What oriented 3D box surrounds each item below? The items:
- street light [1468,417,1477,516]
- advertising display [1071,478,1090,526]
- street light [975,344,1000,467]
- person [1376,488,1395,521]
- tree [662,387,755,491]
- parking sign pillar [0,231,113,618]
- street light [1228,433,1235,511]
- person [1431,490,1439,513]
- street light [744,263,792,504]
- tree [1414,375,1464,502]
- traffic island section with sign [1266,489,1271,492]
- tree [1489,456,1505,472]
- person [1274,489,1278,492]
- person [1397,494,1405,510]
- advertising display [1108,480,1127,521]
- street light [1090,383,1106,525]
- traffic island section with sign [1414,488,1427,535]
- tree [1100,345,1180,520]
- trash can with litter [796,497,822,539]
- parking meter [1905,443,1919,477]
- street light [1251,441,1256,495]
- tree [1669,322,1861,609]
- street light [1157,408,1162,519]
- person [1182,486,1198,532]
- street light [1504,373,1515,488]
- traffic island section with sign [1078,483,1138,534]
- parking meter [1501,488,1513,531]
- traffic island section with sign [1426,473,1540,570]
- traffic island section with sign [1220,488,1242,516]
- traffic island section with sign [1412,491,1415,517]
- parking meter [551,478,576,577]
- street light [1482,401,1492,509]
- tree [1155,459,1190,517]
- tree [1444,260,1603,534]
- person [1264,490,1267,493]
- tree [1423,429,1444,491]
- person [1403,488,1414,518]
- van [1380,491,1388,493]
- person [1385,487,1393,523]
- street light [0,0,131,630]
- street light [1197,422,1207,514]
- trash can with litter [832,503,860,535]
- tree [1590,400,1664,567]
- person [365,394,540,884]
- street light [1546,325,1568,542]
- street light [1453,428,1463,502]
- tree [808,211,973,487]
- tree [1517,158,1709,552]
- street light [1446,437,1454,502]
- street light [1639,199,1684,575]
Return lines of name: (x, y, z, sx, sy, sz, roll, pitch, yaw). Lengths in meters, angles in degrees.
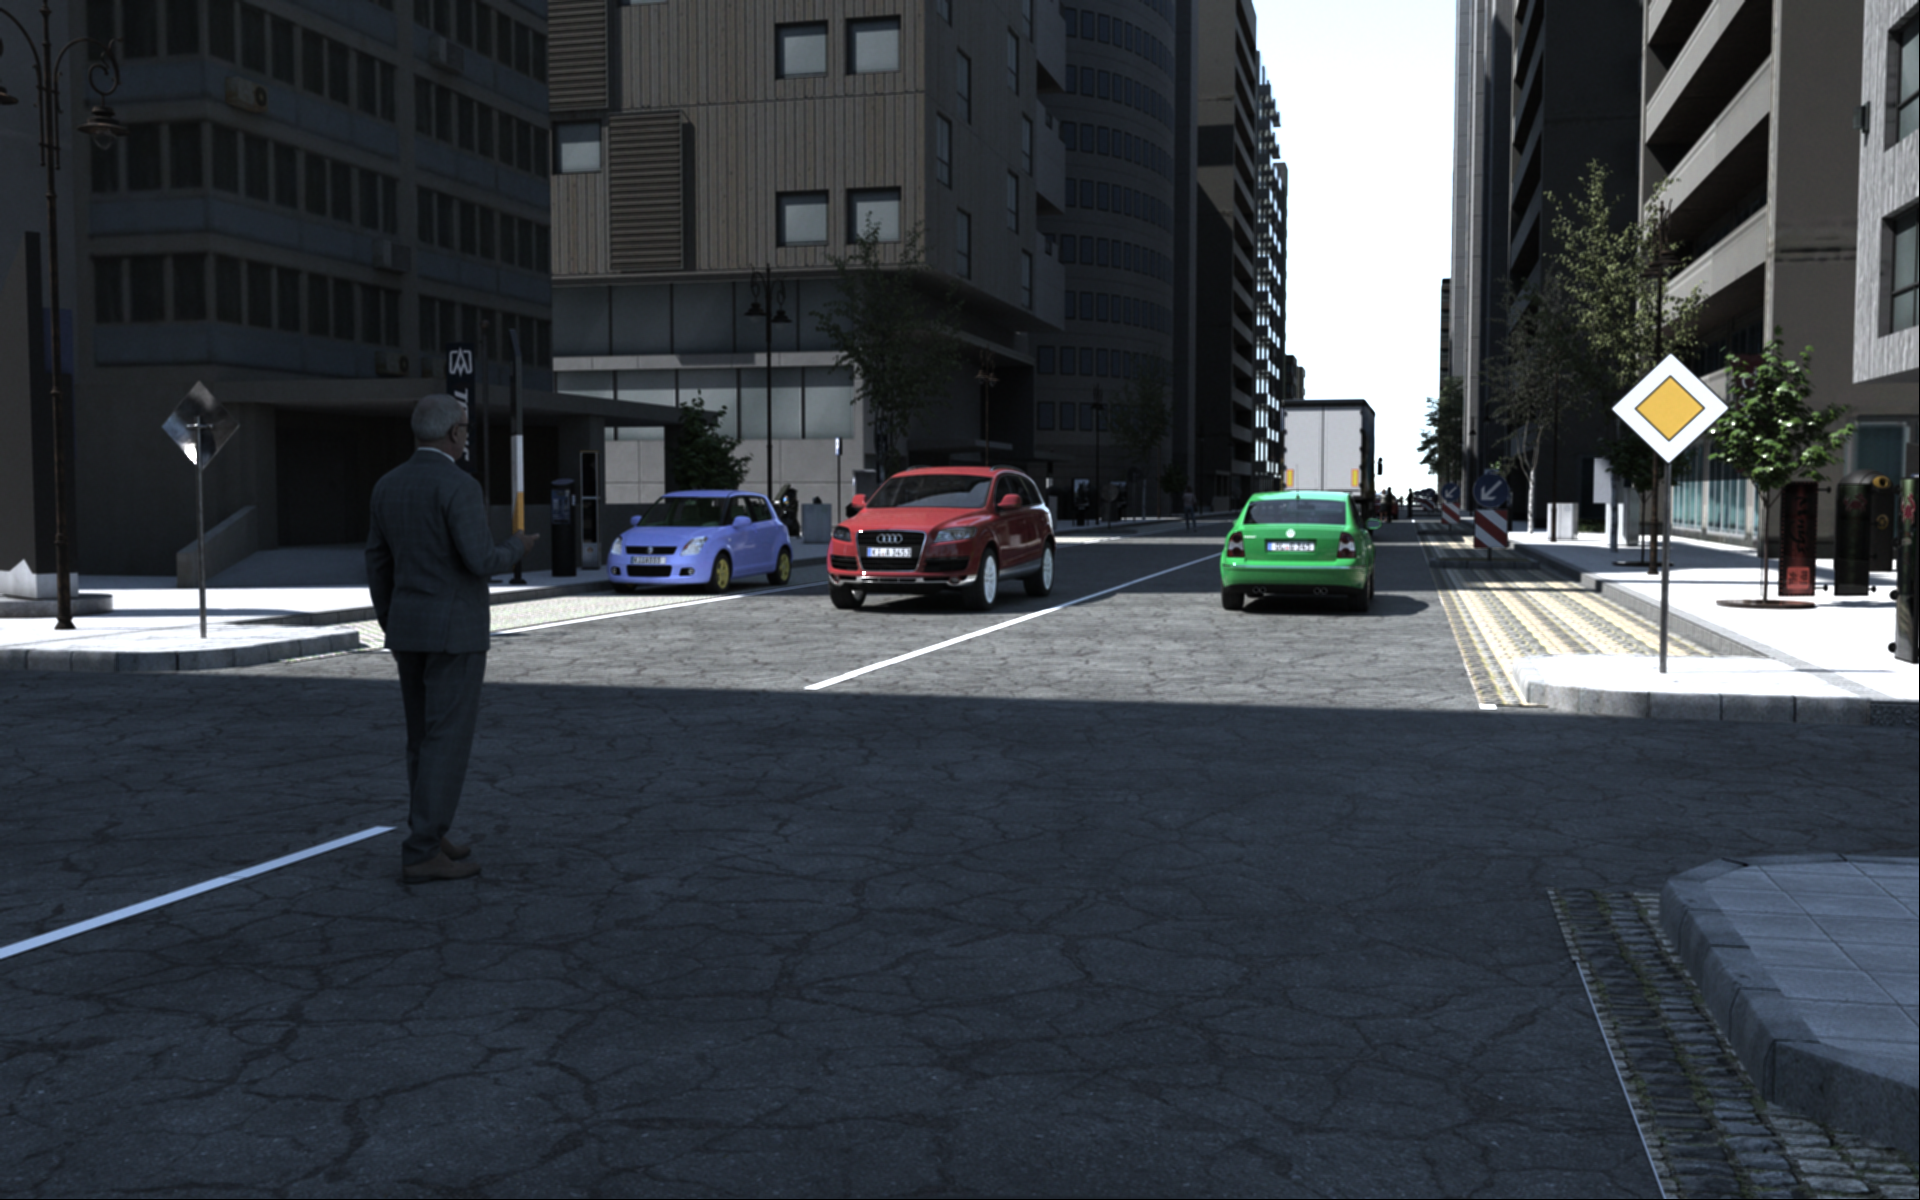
street light: (30.262, -7.926, 102.377, 0.468, 5.910, 1.993, 1, 4, 14)
advertising display: (4.854, -3.939, 69.615, 0.974, 1.923, 0.123, -3, 5, -43)
street light: (0.850, -4.933, 53.444, 0.468, 5.910, 1.993, 1, 4, 14)
person: (22.431, -5.044, 91.762, 1.217, 1.735, 0.721, 2, 4, 26)
tree: (-4.765, -2.249, 31.375, 1.663, 3.219, 1.824, 0, 3, 0)
parking sign pillar: (-9.882, -1.833, 18.447, 1.447, 3.967, 1.447, 3, 5, 45)
street light: (20.007, -9.495, 128.024, 0.468, 5.910, 1.993, 1, 4, 14)
person: (35.807, -7.414, 130.638, 0.541, 1.710, 0.530, 2, 4, 33)
street light: (-3.839, -3.797, 34.861, 0.468, 5.910, 1.993, 1, 4, 14)
tree: (47.438, -15.146, 165.769, 7.486, 12.596, 7.792, 0, 3, 0)
traffic island section with sign: (24.548, -7.910, 137.954, 1.989, 1.847, 2.006, 1, 4, 14)
tree: (27.491, -5.734, 88.359, 1.663, 3.219, 1.824, 0, 3, 0)
person: (16.234, -4.861, 88.902, 0.541, 1.710, 0.530, -1, 4, -21)
person: (40.028, -8.887, 157.054, 1.065, 1.426, 0.557, 0, 4, -1)
advertising display: (7.492, -4.720, 82.384, 0.974, 1.923, 0.123, -2, 4, -24)
street light: (5.731, -6.075, 72.115, 0.468, 5.910, 1.993, 1, 4, 14)
traffic island section with sign: (17.071, -3.186, 60.724, 1.989, 1.847, 2.006, 1, 4, 14)
tree: (9.112, -8.317, 86.339, 4.737, 8.622, 4.395, 0, 3, 0)
trash can with litter: (-4.224, -2.354, 49.552, 1.678, 1.210, 2.233, 0, 4, 1)
parking meter: (10.905, -0.847, 19.559, 0.255, 1.863, 0.399, -3, 4, -38)
street light: (24.939, -10.686, 147.502, 0.468, 5.910, 1.993, 1, 4, 14)
tree: (9.293, -1.528, 19.591, 1.663, 3.219, 1.824, 0, 3, 0)
street light: (10.414, -7.199, 90.490, 0.468, 5.910, 1.993, 1, 4, 14)
person: (8.825, -3.496, 66.246, 0.593, 1.750, 0.643, 0, 4, -2)
street light: (20.767, -5.670, 65.491, 0.468, 5.910, 1.993, 1, 4, 14)
traffic island section with sign: (5.426, -3.331, 63.093, 1.989, 1.847, 2.006, 1, 4, 14)
parking meter: (18.955, -3.157, 60.027, 0.372, 1.533, 0.369, 0, 3, 0)
traffic island section with sign: (10.186, -1.535, 33.732, 1.989, 1.847, 2.006, 1, 4, 14)
traffic island section with sign: (17.884, -6.312, 111.832, 1.989, 1.847, 2.006, 1, 4, 14)
traffic island section with sign: (29.457, -6.152, 109.210, 1.989, 1.847, 2.006, 1, 4, 14)
parking meter: (-6.178, -1.136, 26.987, 0.372, 1.533, 0.369, 0, 3, 0)
street light: (25.582, -6.817, 84.247, 0.468, 5.910, 1.993, 1, 4, 14)
tree: (12.138, -6.315, 97.846, 1.663, 3.219, 1.824, 0, 3, 0)
tree: (18.500, -6.441, 55.679, 4.360, 8.622, 3.978, 0, 3, 0)
person: (22.708, -7.284, 128.531, 0.756, 1.711, 0.436, -2, 4, -27)
tree: (48.289, -13.610, 172.880, 4.360, 8.622, 3.978, 0, 3, 0)
person: (27.170, -5.881, 104.666, 0.705, 1.822, 1.348, -1, 4, -10)
van: (52.303, -12.584, 212.757, 2.013, 2.044, 4.112, 1, 4, 14)
person: (21.588, -4.808, 87.208, 0.705, 1.812, 1.348, 1, 4, 11)
street light: (-8.502, -2.660, 16.273, 0.468, 5.910, 1.993, 1, 4, 14)
street light: (15.259, -8.359, 109.457, 0.468, 5.910, 1.993, 1, 4, 14)
trash can with litter: (-3.344, -2.473, 51.820, 1.055, 1.170, 0.624, 2, 4, 27)
tree: (12.362, -2.222, 30.929, 1.663, 3.219, 1.824, 0, 3, 0)
person: (-1.914, 0.129, 6.571, 0.661, 1.801, 0.590, 2, 4, 33)
street light: (15.870, -4.486, 46.136, 0.468, 5.910, 1.993, 1, 4, 14)
street light: (34.919, -9.063, 120.968, 0.468, 5.910, 1.993, 1, 4, 14)
tree: (-1.838, -5.853, 46.066, 4.737, 8.622, 4.395, 0, 3, 0)
tree: (14.361, -5.351, 37.848, 4.737, 8.622, 4.395, 0, 3, 0)
street light: (39.744, -10.208, 139.689, 0.468, 5.910, 1.993, 1, 4, 14)
street light: (11.059, -3.344, 27.457, 0.468, 5.910, 1.993, 1, 4, 14)
